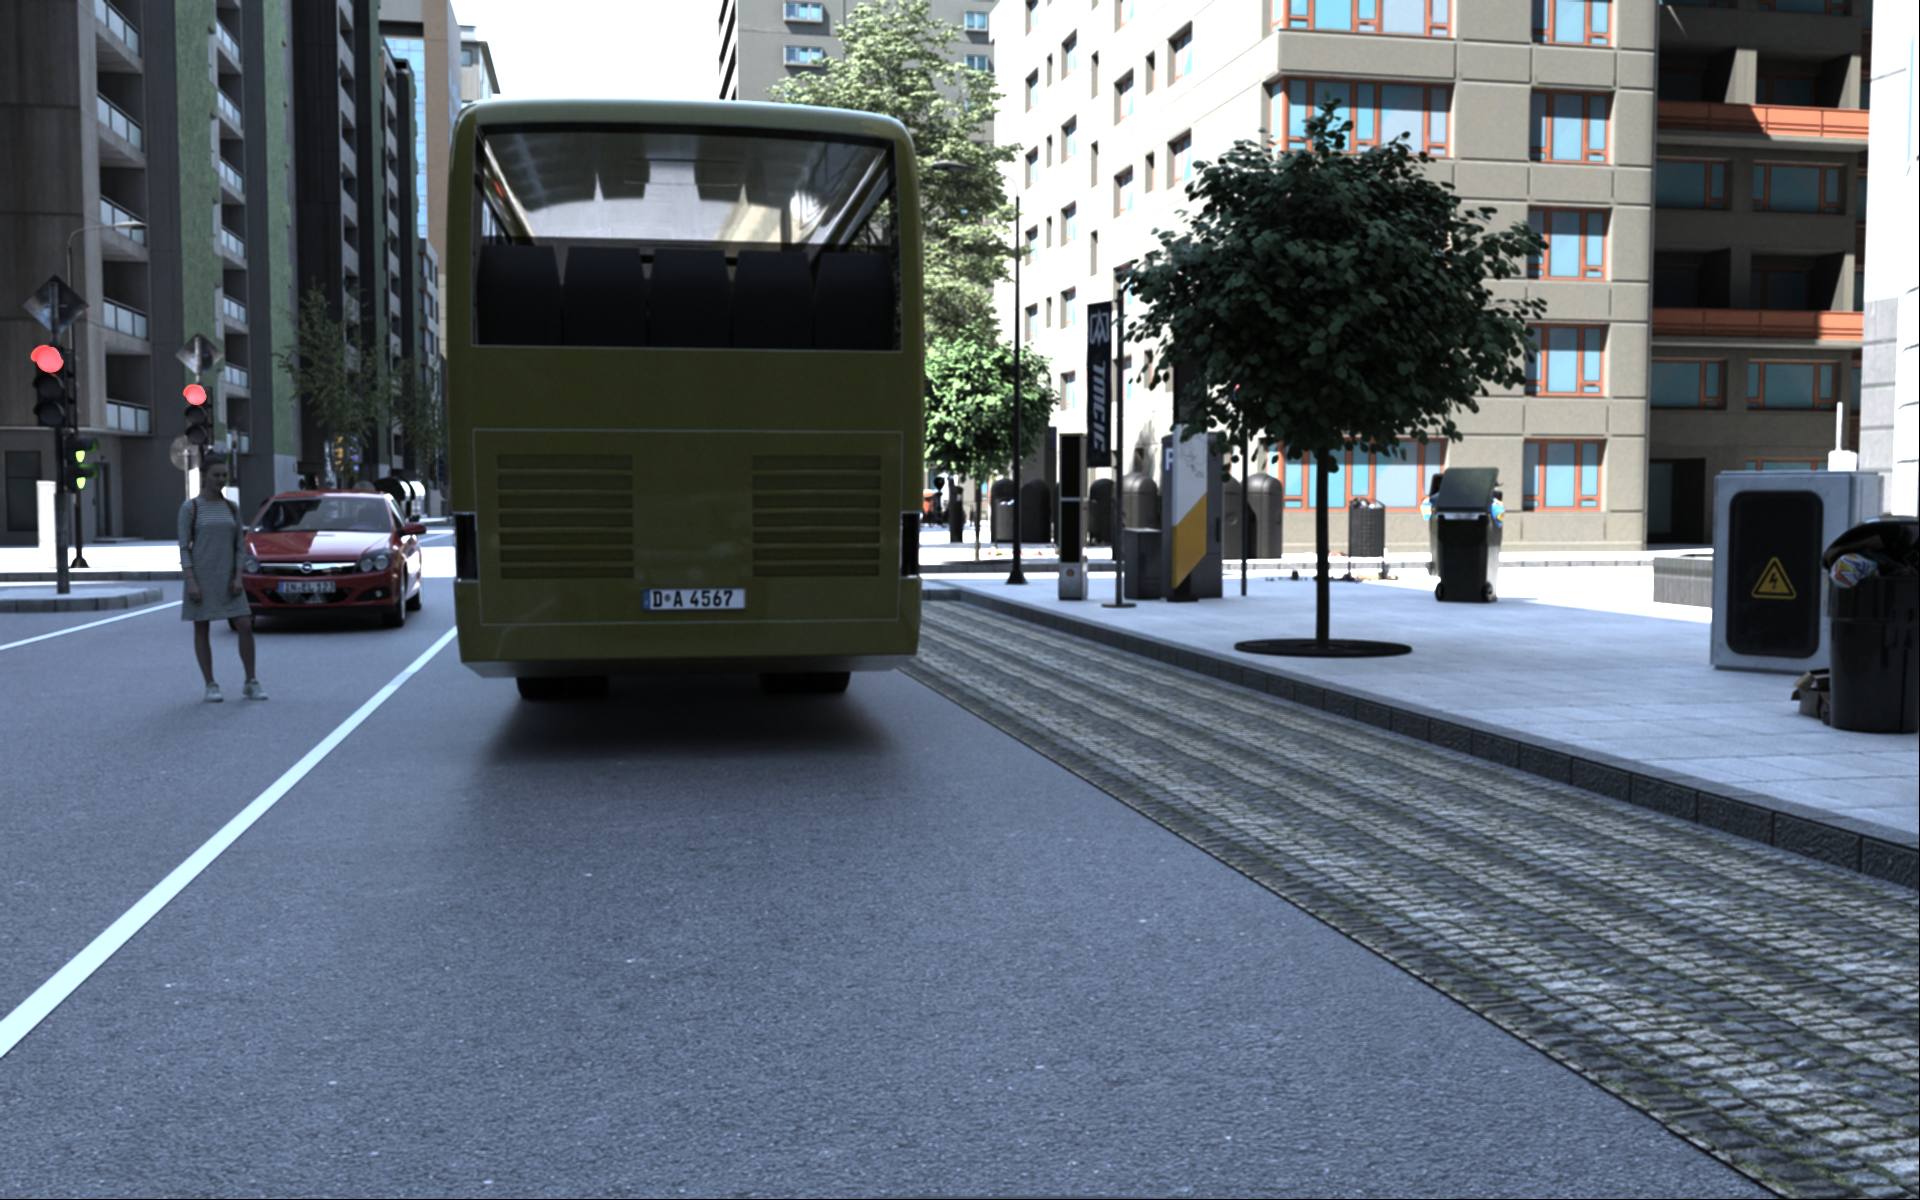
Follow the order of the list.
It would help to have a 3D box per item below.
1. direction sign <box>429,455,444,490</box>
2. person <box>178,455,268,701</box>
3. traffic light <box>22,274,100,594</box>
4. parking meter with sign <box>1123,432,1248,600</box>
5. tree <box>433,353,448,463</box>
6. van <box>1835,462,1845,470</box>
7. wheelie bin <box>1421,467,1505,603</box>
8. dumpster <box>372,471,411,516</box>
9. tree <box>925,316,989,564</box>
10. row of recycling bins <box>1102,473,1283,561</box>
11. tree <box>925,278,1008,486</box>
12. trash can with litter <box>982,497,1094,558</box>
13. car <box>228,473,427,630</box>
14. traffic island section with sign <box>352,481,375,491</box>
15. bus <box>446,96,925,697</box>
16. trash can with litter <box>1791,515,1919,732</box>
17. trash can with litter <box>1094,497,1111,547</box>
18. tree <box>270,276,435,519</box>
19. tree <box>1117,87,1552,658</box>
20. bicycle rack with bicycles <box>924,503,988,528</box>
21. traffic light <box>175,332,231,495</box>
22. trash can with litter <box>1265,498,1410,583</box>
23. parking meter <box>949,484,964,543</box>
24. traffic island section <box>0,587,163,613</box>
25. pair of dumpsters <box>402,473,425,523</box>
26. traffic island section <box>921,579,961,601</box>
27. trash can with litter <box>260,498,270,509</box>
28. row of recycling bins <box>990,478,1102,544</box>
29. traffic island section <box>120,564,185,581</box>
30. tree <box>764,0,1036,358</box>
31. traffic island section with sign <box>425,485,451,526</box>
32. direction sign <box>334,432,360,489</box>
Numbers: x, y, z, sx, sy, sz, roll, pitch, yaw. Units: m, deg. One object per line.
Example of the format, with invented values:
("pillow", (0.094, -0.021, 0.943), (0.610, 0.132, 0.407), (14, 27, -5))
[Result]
("direction sign", (-30.568, -6.682, 101.251), (0.876, 3.537, 0.379), (1, 4, 9))
("person", (-5.172, -0.155, 12.033), (0.522, 1.701, 0.512), (3, 5, 41))
("traffic light", (-11.538, -2.036, 22.209), (0.839, 4.253, 0.868), (-1, 4, -12))
("parking meter with sign", (2.851, -1.536, 21.376), (1.738, 3.016, 0.543), (-2, 4, -28))
("tree", (-27.393, -8.442, 88.385), (4.737, 8.622, 4.395), (0, 3, 0))
("van", (16.384, -1.541, 32.209), (4.112, 2.044, 2.013), (-1, 4, -12))
("wheelie bin", (6.067, -0.782, 20.686), (0.980, 1.594, 0.693), (3, 4, 36))
("dumpster", (-24.003, -4.304, 72.856), (1.502, 2.255, 1.985), (-1, 4, -11))
("tree", (0.259, -2.964, 32.168), (4.285, 4.588, 4.351), (0, 3, 0))
("row of recycling bins", (4.657, -1.622, 33.632), (3.534, 1.692, 1.069), (-1, 4, -19))
("tree", (-0.039, -6.557, 57.562), (4.737, 8.622, 4.395), (0, 3, 0))
("trash can with litter", (1.393, -1.516, 35.839), (2.233, 1.210, 1.678), (-1, 4, -14))
("car", (-7.192, -0.659, 19.808), (2.155, 1.783, 4.494), (-1, 4, -13))
("traffic island section with sign", (-17.327, -2.553, 50.363), (1.989, 1.847, 2.006), (-1, 4, -12))
("bus", (-2.465, -1.444, 15.162), (2.896, 3.916, 12.252), (-1, 4, -10))
("trash can with litter", (4.960, 0.106, 9.661), (0.624, 1.170, 1.055), (0, 4, 2))
("trash can with litter", (2.853, -1.911, 42.294), (2.233, 1.210, 1.678), (-3, 4, -38))
("tree", (-21.277, -6.671, 59.427), (4.737, 8.622, 4.395), (0, 3, 0))
("tree", (2.955, -1.866, 14.231), (4.285, 4.588, 4.351), (0, 3, 0))
("bicycle rack with bicycles", (-0.142, -3.229, 66.179), (2.852, 0.926, 2.925), (-1, 4, -15))
("traffic light", (-13.138, -2.514, 30.032), (0.839, 4.253, 0.868), (-1, 4, -12))
("trash can with litter", (5.649, -0.904, 25.830), (2.233, 1.210, 1.678), (0, 4, 1))
("parking meter", (-0.096, -2.284, 45.749), (0.372, 1.533, 0.369), (0, 3, 0))
("traffic island section", (-11.580, -0.003, 22.335), (2.009, 0.180, 2.903), (-1, 4, -12))
("pair of dumpsters", (-25.066, -4.610, 77.864), (1.574, 2.255, 4.437), (-1, 4, -12))
("traffic island section", (-1.250, -0.132, 24.434), (2.009, 0.180, 2.903), (-1, 4, -12))
("trash can with litter", (-20.369, -2.413, 50.844), (0.624, 1.170, 1.055), (-3, 5, -43))
("row of recycling bins", (2.453, -2.331, 45.223), (3.534, 1.692, 1.069), (1, 4, 20))
("traffic island section", (-13.179, -0.482, 30.159), (2.009, 0.180, 2.903), (-1, 4, -12))
("tree", (-1.811, -7.448, 39.902), (7.486, 12.596, 7.792), (0, 3, 0))
("traffic island section with sign", (-22.906, -4.221, 77.645), (1.989, 1.847, 2.006), (-1, 4, -12))
("direction sign", (-22.411, -4.363, 63.333), (0.876, 3.537, 0.379), (-1, 4, -8))
